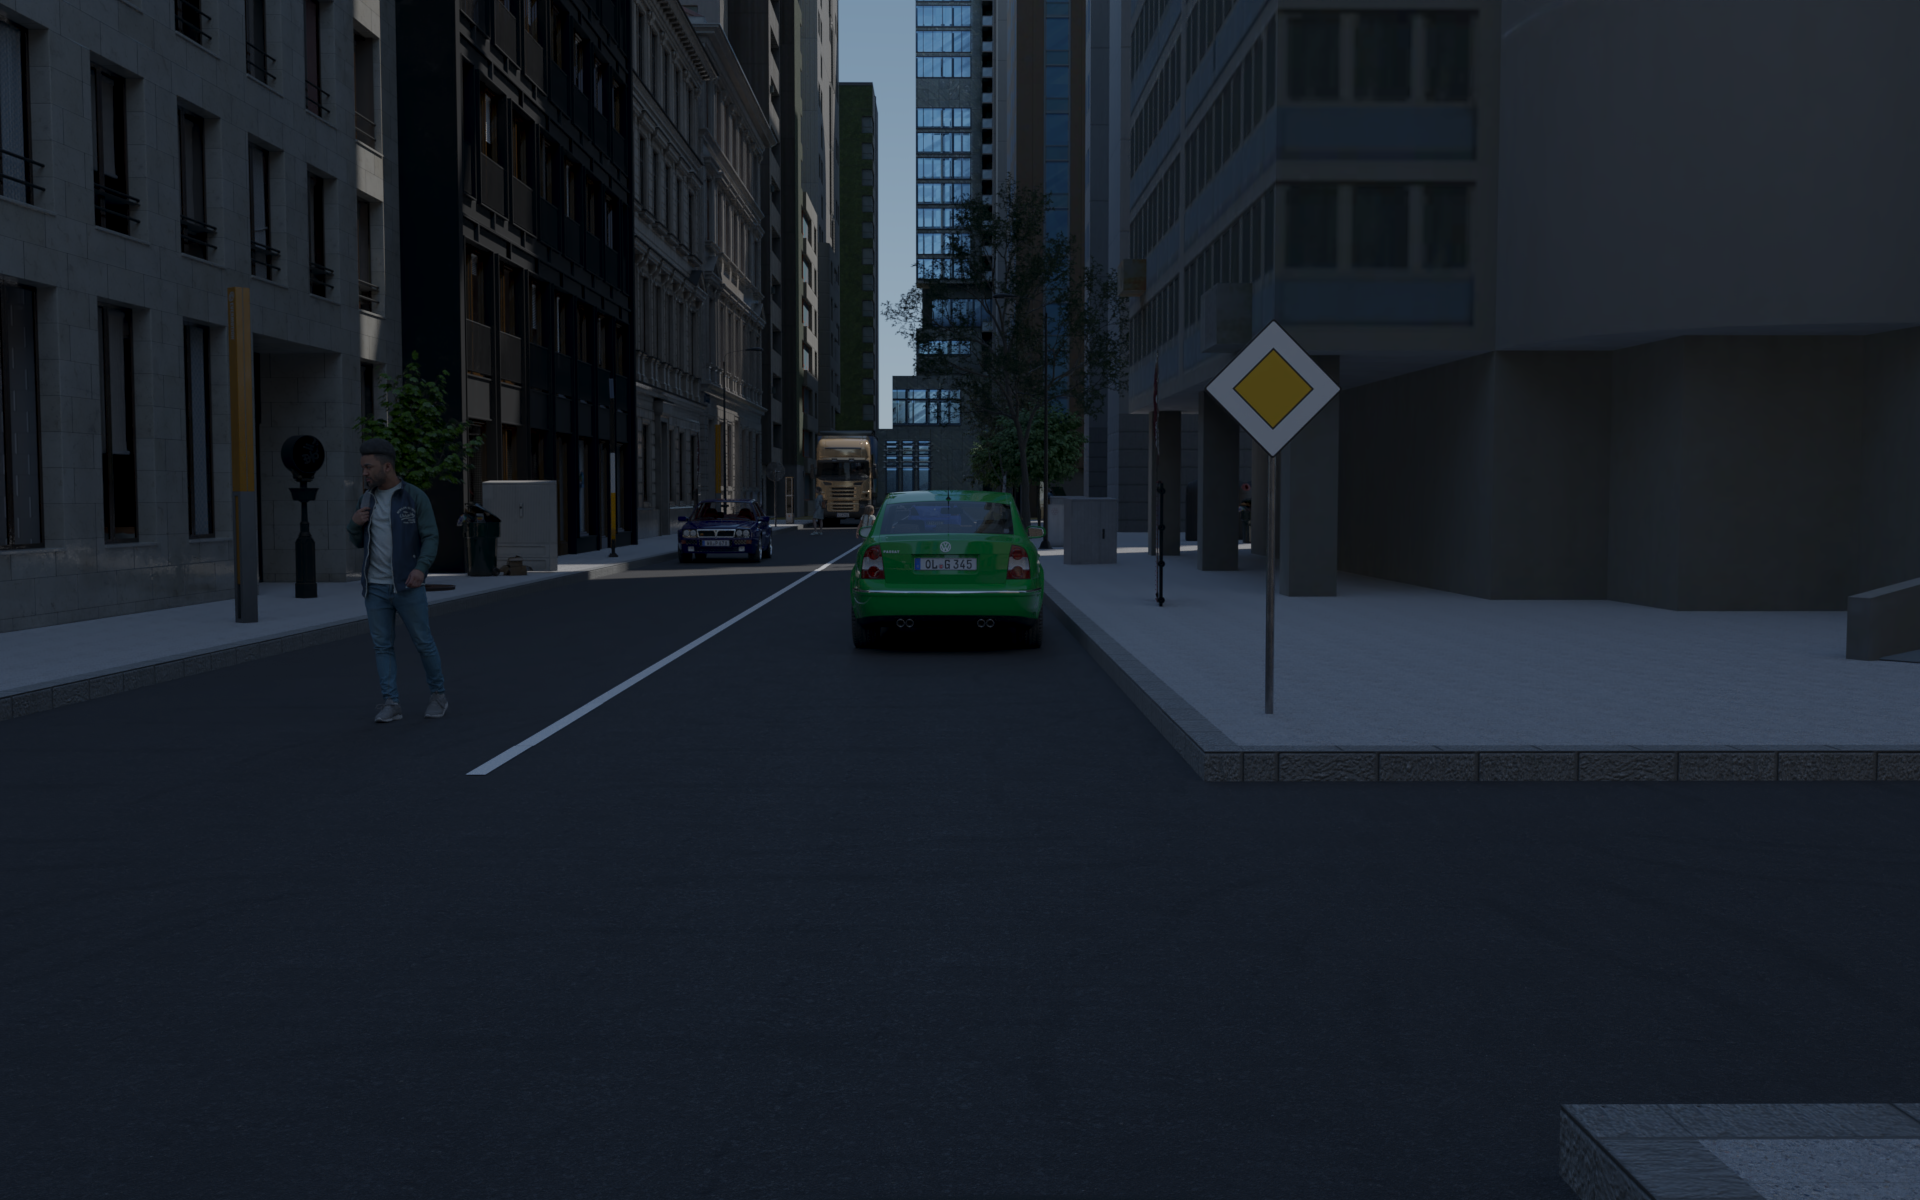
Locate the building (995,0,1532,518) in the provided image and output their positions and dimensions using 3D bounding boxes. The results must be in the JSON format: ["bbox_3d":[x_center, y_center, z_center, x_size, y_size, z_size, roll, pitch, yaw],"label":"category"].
[{"bbox_3d":[18.576,-26.086,118.393,32.217,40.220,23.993,0,4,0],"label":"building"}]

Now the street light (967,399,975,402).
[{"bbox_3d":[1.030,-6.888,85.162,1.470,5.913,1.316,0,4,0],"label":"street light"}]

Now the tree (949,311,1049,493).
[{"bbox_3d":[1.700,-7.288,69.516,4.360,8.622,3.978,0,3,0],"label":"tree"}]

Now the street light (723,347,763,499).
[{"bbox_3d":[-6.933,-5.043,55.000,1.470,5.913,1.316,0,4,0],"label":"street light"}]

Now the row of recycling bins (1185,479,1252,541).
[{"bbox_3d":[7.463,-2.525,48.398,1.069,1.692,3.534,3,5,43],"label":"row of recycling bins"}]

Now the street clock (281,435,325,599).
[{"bbox_3d":[-8.071,-1.025,21.324,0.358,2.002,0.471,2,4,34],"label":"street clock"}]

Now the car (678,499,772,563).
[{"bbox_3d":[-5.042,-1.518,37.403,1.945,1.354,3.894,0,4,-1],"label":"car"}]

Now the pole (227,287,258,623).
[{"bbox_3d":[-7.124,-1.428,17.199,0.158,3.312,0.155,0,3,0],"label":"pole"}]

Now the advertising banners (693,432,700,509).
[{"bbox_3d":[-7.569,-3.275,49.730,0.090,3.025,2.074,-1,4,-12],"label":"advertising banners"}]

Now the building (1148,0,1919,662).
[{"bbox_3d":[15.254,-20.451,26.256,23.993,40.220,32.217,0,4,0],"label":"building"}]

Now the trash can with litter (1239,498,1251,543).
[{"bbox_3d":[7.676,-2.074,45.301,0.624,1.170,1.055,2,4,33],"label":"trash can with litter"}]

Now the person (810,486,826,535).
[{"bbox_3d":[-4.973,-3.151,61.028,0.522,1.701,0.512,1,4,8],"label":"person"}]

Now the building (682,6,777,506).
[{"bbox_3d":[-14.474,-14.477,72.858,11.583,22.565,21.152,0,4,0],"label":"building"}]

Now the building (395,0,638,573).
[{"bbox_3d":[-14.219,-12.566,35.126,12.332,23.373,15.834,0,4,0],"label":"building"}]

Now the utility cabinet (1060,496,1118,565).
[{"bbox_3d":[2.399,-1.261,31.779,1.020,1.237,0.306,-2,4,-31],"label":"utility cabinet"}]

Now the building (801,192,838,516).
[{"bbox_3d":[-22.726,-16.428,113.631,27.650,21.520,28.899,0,4,0],"label":"building"}]

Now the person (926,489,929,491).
[{"bbox_3d":[-1.912,-5.909,105.908,0.742,1.727,0.445,-3,5,-45],"label":"person"}]

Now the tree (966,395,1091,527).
[{"bbox_3d":[2.645,-4.434,56.206,4.285,4.588,4.351,0,3,0],"label":"tree"}]

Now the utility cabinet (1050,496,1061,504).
[{"bbox_3d":[3.202,-2.478,51.674,1.020,1.237,0.306,0,4,-3],"label":"utility cabinet"}]

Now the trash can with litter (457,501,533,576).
[{"bbox_3d":[-7.299,-0.967,27.202,1.055,1.170,0.624,-3,4,-36],"label":"trash can with litter"}]

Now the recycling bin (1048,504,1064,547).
[{"bbox_3d":[2.542,-1.818,42.280,0.722,1.027,0.722,1,4,11],"label":"recycling bin"}]

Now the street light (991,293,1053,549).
[{"bbox_3d":[1.455,-4.140,40.233,1.470,5.913,1.316,0,4,0],"label":"street light"}]

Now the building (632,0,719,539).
[{"bbox_3d":[-13.825,-11.508,52.788,10.561,19.102,19.286,0,4,0],"label":"building"}]

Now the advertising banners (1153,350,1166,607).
[{"bbox_3d":[2.365,-1.492,20.588,0.090,3.025,2.074,0,4,5],"label":"advertising banners"}]

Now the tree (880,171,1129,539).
[{"bbox_3d":[1.937,-7.038,49.491,8.767,10.594,7.601,0,4,-3],"label":"tree"}]

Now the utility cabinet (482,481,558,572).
[{"bbox_3d":[-7.221,-1.206,28.403,1.173,1.500,0.318,1,4,12],"label":"utility cabinet"}]

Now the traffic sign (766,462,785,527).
[{"bbox_3d":[-7.234,-4.146,67.894,0.768,2.556,0.104,0,4,4],"label":"traffic sign"}]

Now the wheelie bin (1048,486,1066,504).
[{"bbox_3d":[3.999,-3.931,72.174,0.980,1.594,0.693,-2,4,-35],"label":"wheelie bin"}]

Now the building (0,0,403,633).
[{"bbox_3d":[-14.052,-10.040,18.904,10.420,20.320,16.860,0,4,0],"label":"building"}]

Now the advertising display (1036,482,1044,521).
[{"bbox_3d":[3.918,-4.751,82.893,0.123,1.923,0.974,2,4,28],"label":"advertising display"}]

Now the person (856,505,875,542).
[{"bbox_3d":[-1.856,-1.274,34.348,0.505,1.210,0.382,1,4,21],"label":"person"}]

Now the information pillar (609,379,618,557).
[{"bbox_3d":[-7.048,-2.677,35.117,0.183,3.616,0.504,-1,4,-13],"label":"information pillar"}]

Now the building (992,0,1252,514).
[{"bbox_3d":[13.222,-36.890,145.149,21.231,58.520,28.212,0,4,0],"label":"building"}]

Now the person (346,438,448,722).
[{"bbox_3d":[-3.585,-0.131,10.982,0.623,1.781,0.721,0,4,1],"label":"person"}]

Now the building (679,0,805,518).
[{"bbox_3d":[-15.928,-19.587,91.952,14.160,30.474,14.107,0,4,0],"label":"building"}]

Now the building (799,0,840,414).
[{"bbox_3d":[-23.834,-33.974,144.707,27.495,52.752,28.713,0,4,0],"label":"building"}]

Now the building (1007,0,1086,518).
[{"bbox_3d":[9.837,-27.461,99.101,14.600,45.320,14.200,0,4,0],"label":"building"}]

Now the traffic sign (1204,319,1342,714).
[{"bbox_3d":[1.803,-0.392,10.056,0.795,2.450,0.064,0,4,0],"label":"traffic sign"}]

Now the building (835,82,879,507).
[{"bbox_3d":[-15.346,-30.093,175.617,14.086,41.232,14.154,0,4,0],"label":"building"}]

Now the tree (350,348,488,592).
[{"bbox_3d":[-7.160,-1.745,23.137,1.663,3.219,1.824,0,3,0],"label":"tree"}]

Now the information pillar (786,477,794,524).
[{"bbox_3d":[-7.329,-4.291,74.652,0.304,2.012,0.304,1,4,9],"label":"information pillar"}]

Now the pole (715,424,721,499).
[{"bbox_3d":[-7.094,-3.482,50.775,0.158,3.312,0.155,0,3,0],"label":"pole"}]

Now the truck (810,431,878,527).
[{"bbox_3d":[-5.121,-5.514,79.065,2.839,4.237,11.283,0,4,-1],"label":"truck"}]

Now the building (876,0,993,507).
[{"bbox_3d":[7.155,-53.001,179.232,31.000,86.520,22.319,0,4,0],"label":"building"}]

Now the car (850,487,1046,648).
[{"bbox_3d":[-0.092,-0.531,17.475,1.959,1.807,4.718,0,4,1],"label":"car"}]

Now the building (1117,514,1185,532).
[{"bbox_3d":[15.666,-32.309,70.246,21.231,58.520,28.212,0,4,0],"label":"building"}]
